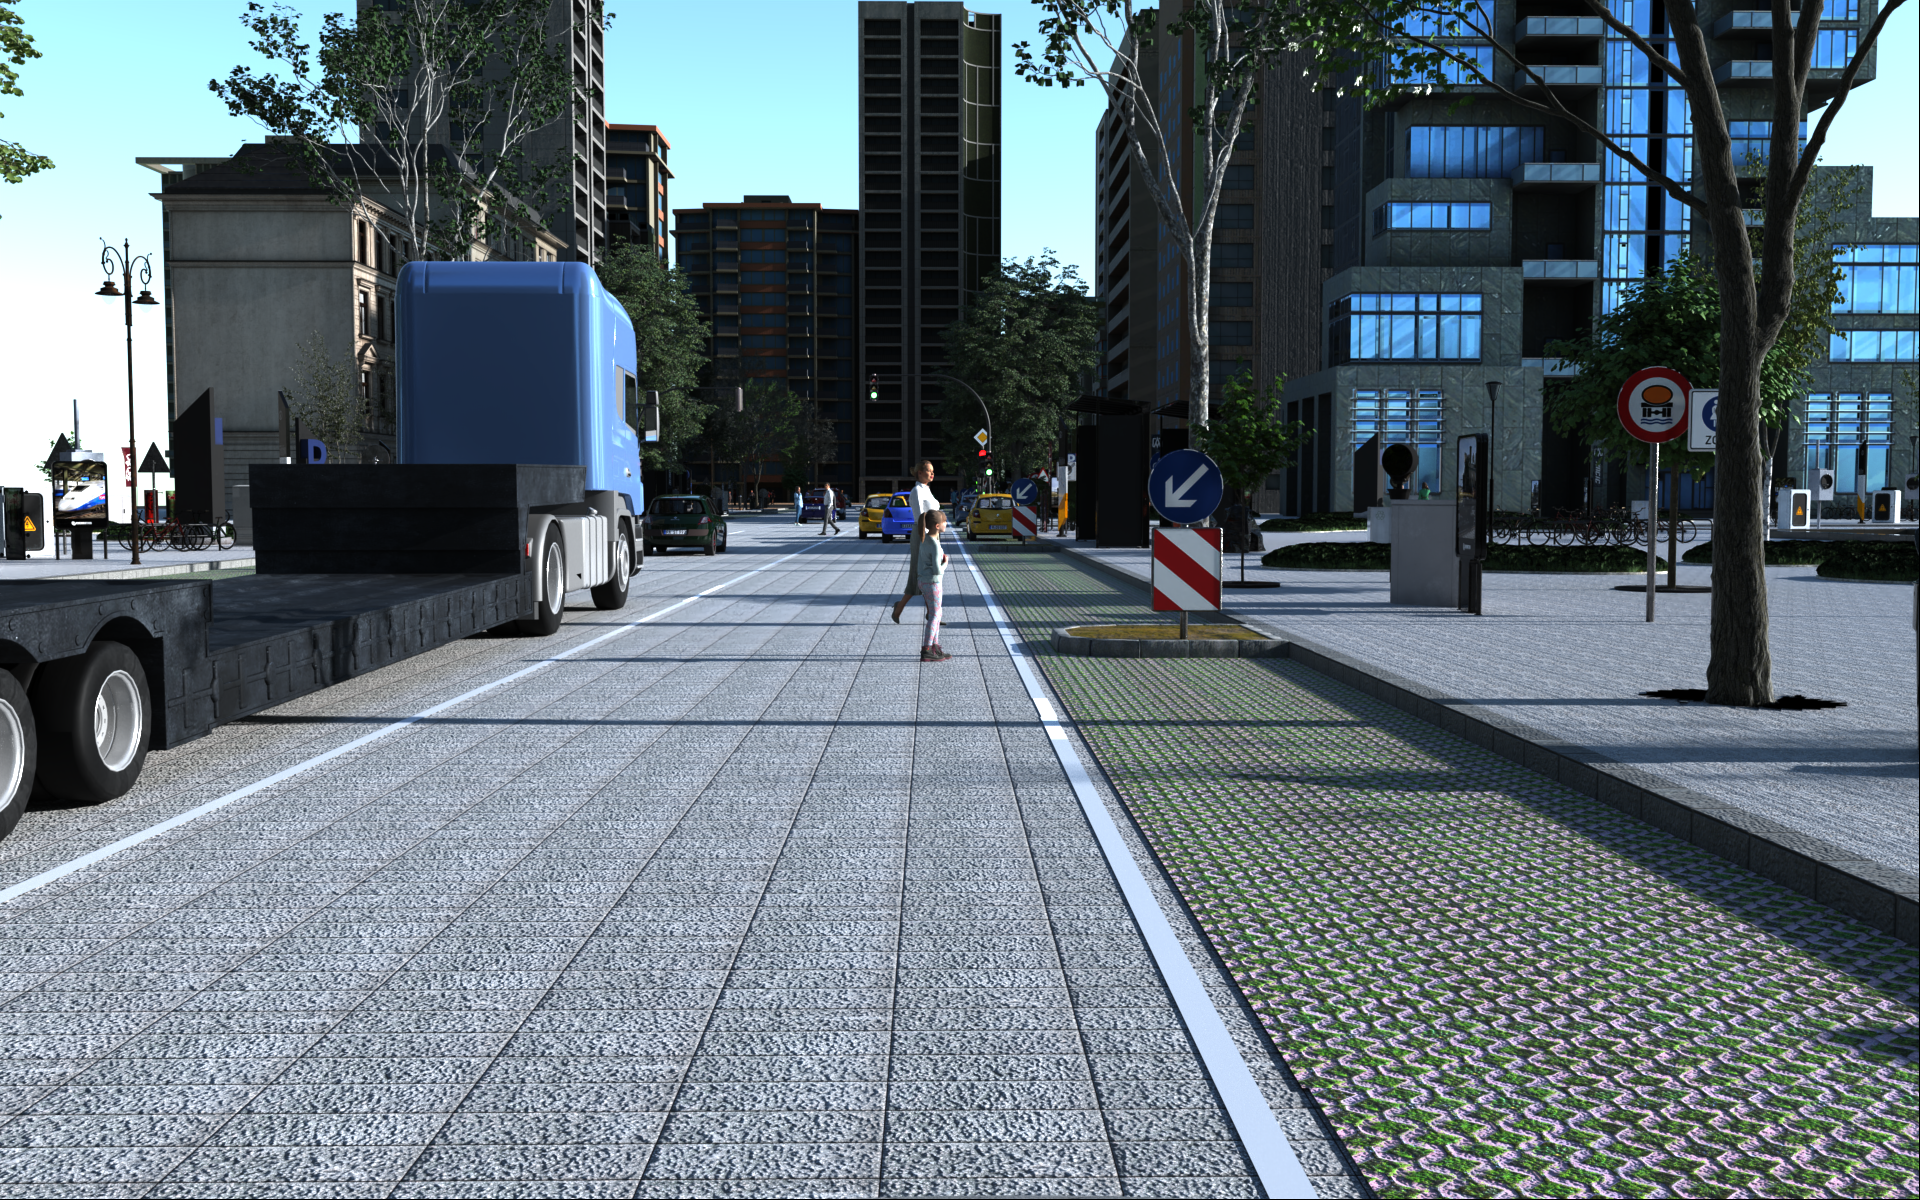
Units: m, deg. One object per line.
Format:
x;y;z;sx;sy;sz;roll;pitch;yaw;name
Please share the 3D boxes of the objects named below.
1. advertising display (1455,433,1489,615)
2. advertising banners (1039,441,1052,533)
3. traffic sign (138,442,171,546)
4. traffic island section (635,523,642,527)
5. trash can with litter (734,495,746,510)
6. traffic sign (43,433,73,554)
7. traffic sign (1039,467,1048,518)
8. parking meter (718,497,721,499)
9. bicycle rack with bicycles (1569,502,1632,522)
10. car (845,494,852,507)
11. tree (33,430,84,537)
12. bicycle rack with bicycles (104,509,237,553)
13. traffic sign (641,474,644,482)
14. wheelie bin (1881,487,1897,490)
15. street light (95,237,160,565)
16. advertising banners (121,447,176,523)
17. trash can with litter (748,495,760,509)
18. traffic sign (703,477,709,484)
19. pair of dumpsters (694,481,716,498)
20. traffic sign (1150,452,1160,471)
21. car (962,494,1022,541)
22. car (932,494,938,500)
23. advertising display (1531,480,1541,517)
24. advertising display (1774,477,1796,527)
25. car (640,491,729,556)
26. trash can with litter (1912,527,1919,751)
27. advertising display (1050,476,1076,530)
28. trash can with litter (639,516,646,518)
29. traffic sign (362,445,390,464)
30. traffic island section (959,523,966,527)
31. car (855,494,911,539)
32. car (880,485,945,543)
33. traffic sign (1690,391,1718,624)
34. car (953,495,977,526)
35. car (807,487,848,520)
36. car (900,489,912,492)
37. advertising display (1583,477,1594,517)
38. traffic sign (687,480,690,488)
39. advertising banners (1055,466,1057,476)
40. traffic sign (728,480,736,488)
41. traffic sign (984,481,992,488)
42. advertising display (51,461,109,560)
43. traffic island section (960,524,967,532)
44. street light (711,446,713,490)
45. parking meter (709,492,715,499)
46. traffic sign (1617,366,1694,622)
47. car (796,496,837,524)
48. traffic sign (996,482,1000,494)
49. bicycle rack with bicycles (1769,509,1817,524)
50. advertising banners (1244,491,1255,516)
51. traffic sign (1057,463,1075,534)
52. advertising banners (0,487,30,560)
5.526;-0.827;18.731;0.123;1.923;0.974;0;4;4;advertising display
2.859;-3.771;57.843;0.090;3.025;2.074;0;4;-7;advertising banners
-20.023;-2.632;43.033;0.884;2.594;0.081;0;4;8;traffic sign
-13.753;-3.145;73.696;2.009;0.180;2.903;0;4;-1;traffic island section
-17.306;-7.683;136.678;1.678;1.210;2.233;-1;4;-12;trash can with litter
-19.013;-2.246;36.724;0.884;2.594;0.081;0;4;5;traffic sign
4.001;-5.104;83.458;0.884;2.594;0.081;0;4;3;traffic sign
-16.251;-6.620;116.650;0.372;1.533;0.369;0;3;0;parking meter
28.367;-3.828;75.962;2.925;0.926;2.852;2;4;24;bicycle rack with bicycles
-12.813;-10.867;189.472;2.131;1.459;4.920;0;4;-2;car
-26.737;-3.532;52.345;1.663;3.219;1.824;0;3;0;tree
-17.814;-1.577;39.171;2.852;0.926;2.925;3;5;41;bicycle rack with bicycles
-17.852;-5.844;95.651;0.768;2.556;0.104;0;4;4;traffic sign
41.855;-4.286;77.978;0.980;1.594;0.693;0;4;5;wheelie bin
-15.046;-3.587;31.439;0.468;5.910;1.993;0;4;-1;street light
-30.342;-4.210;65.013;2.074;3.025;0.090;-3;5;-42;advertising banners
-17.323;-8.231;145.958;1.055;1.170;0.624;-3;5;-40;trash can with litter
-19.213;-8.026;131.223;0.884;2.594;0.081;0;4;0;traffic sign
-18.648;-7.646;127.509;1.574;2.255;4.437;0;4;-1;pair of dumpsters
6.006;-3.138;51.416;0.768;2.556;0.104;0;4;1;traffic sign
1.083;-2.669;53.857;2.015;1.641;3.980;0;4;-2;car
-3.286;-10.435;179.403;1.959;1.807;4.718;0;4;1;car
25.858;-4.438;77.770;0.123;1.923;0.974;0;4;-1;advertising display
31.668;-3.748;66.498;0.123;1.923;0.974;-1;4;-19;advertising display
-6.612;-1.949;41.661;2.009;1.686;4.222;0;4;-2;car
4.941;0.194;8.213;0.624;1.170;1.055;1;4;12;trash can with litter
3.713;-3.493;62.326;0.974;1.923;0.123;-1;4;-13;advertising display
-17.588;-5.106;94.548;2.233;1.210;1.678;1;4;9;trash can with litter
-15.106;-2.731;44.762;0.768;2.556;0.104;1;4;8;traffic sign
0.986;-3.158;73.914;2.009;0.180;2.903;0;4;-1;traffic island section
-2.410;-2.815;56.242;2.015;1.641;3.980;0;4;-2;car
-1.434;-2.573;51.655;1.945;1.707;3.694;0;3;0;car
7.390;-0.904;16.911;0.606;2.300;0.079;0;4;2;traffic sign
0.673;-4.029;77.869;2.014;1.417;4.499;0;4;-1;car
-7.457;-5.415;97.203;2.281;1.827;5.304;0;4;-2;car
-3.482;-6.942;122.178;2.281;1.827;5.304;0;4;0;car
24.194;-3.760;66.693;0.123;1.923;0.974;0;4;5;advertising display
-20.187;-7.681;127.714;0.606;2.300;0.079;0;4;5;traffic sign
6.506;-6.727;106.175;0.090;3.025;2.074;-3;4;-37;advertising banners
-16.620;-7.591;126.241;0.606;2.300;0.079;0;4;8;traffic sign
2.313;-8.987;146.942;0.884;2.594;0.081;0;4;2;traffic sign
-17.239;-1.758;33.957;0.974;1.923;0.123;-2;4;-35;advertising display
1.108;-2.670;65.930;2.009;0.180;2.903;0;4;-1;traffic island section
-16.400;-8.660;114.373;0.468;5.910;1.993;0;4;-1;street light
-16.047;-6.348;112.200;0.372;1.533;0.369;0;3;0;parking meter
6.937;-1.053;17.329;0.768;2.556;0.104;0;4;6;traffic sign
-7.023;-4.421;84.855;1.945;1.354;3.894;0;4;1;car
3.407;-9.043;147.960;0.768;2.556;0.104;0;4;6;traffic sign
36.159;-3.810;75.683;2.852;0.926;2.925;0;4;4;bicycle rack with bicycles
12.312;-5.028;78.388;2.074;3.025;0.090;0;4;-7;advertising banners
3.382;-3.243;55.156;0.606;2.300;0.079;0;4;1;traffic sign
-19.037;-2.300;33.798;2.074;3.025;0.090;1;4;18;advertising banners
